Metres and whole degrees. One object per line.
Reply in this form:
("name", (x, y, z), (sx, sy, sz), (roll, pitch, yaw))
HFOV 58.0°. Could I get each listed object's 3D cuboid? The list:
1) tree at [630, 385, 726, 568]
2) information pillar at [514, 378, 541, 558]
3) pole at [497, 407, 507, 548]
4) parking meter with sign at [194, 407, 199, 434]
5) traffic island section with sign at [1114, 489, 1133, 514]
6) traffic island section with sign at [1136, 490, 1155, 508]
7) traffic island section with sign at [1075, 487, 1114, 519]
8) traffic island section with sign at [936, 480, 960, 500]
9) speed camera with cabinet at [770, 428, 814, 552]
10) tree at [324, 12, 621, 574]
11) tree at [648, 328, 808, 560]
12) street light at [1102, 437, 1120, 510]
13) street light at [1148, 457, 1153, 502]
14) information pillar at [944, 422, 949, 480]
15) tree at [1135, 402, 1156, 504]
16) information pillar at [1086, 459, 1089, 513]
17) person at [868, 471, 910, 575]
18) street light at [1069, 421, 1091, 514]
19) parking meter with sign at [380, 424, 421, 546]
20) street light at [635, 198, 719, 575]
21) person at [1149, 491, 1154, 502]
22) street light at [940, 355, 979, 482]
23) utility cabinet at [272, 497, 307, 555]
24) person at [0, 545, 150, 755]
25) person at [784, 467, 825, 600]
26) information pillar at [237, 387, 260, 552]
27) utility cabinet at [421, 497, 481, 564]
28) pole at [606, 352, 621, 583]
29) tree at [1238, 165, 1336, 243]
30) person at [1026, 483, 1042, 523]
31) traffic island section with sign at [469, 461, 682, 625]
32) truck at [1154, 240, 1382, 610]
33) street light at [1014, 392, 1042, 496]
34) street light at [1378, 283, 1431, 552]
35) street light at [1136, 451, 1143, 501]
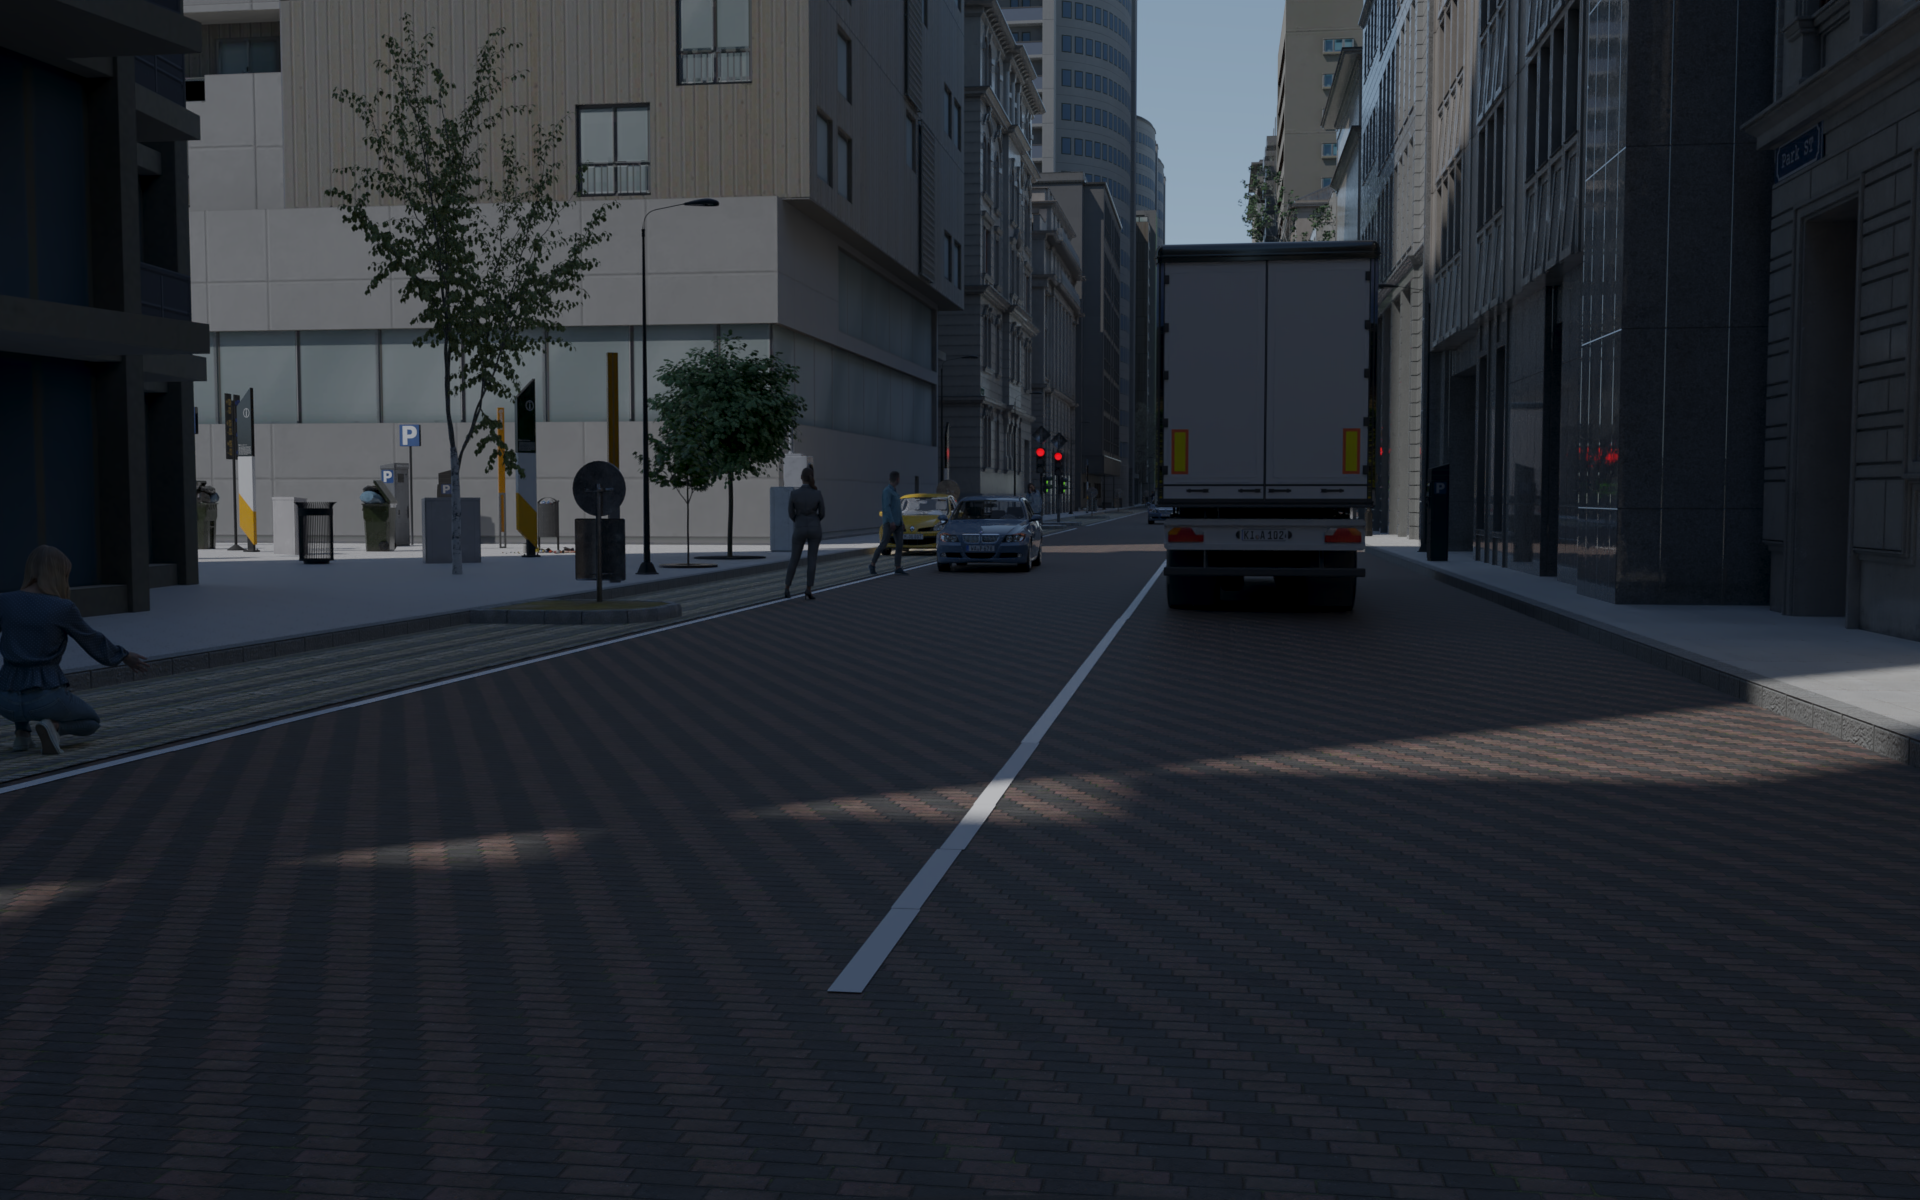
("tree", (-4.699, -2.190, 30.415), (1.663, 3.219, 1.824), (0, 3, 0))
("information pillar", (-8.760, -2.669, 34.998), (0.183, 3.616, 0.504), (3, 4, 36))
("pole", (-10.824, -2.878, 40.898), (0.158, 3.312, 0.155), (0, 3, 0))
("parking meter with sign", (-15.733, -2.302, 33.895), (0.543, 3.016, 1.738), (1, 4, 19))
("traffic island section with sign", (11.725, -7.281, 127.673), (1.989, 1.847, 2.006), (1, 4, 8))
("traffic island section with sign", (19.102, -10.331, 177.536), (1.989, 1.847, 2.006), (1, 4, 8))
("traffic island section with sign", (7.753, -5.650, 101.011), (1.989, 1.847, 2.006), (1, 4, 8))
("traffic island section with sign", (-0.332, -2.317, 46.512), (1.989, 1.847, 2.006), (1, 4, 8))
("speed camera with cabinet", (-3.800, -2.749, 39.274), (0.660, 3.252, 2.038), (0, 4, 8))
("tree", (-7.806, -4.714, 27.438), (4.737, 8.622, 4.395), (0, 3, 0))
("tree", (-4.647, -3.097, 34.352), (4.285, 4.588, 4.351), (0, 3, 0))
("street light", (12.342, -10.340, 141.593), (1.470, 5.913, 1.316), (1, 4, 8))
("street light", (23.394, -14.923, 216.537), (1.470, 5.913, 1.316), (1, 4, 8))
("information pillar", (-0.426, -3.957, 56.052), (0.183, 3.616, 0.504), (0, 4, 7))
("tree", (23.557, -19.439, 228.197), (12.009, 13.543, 11.850), (0, 3, 0))
("information pillar", (8.569, -7.660, 116.595), (0.183, 3.616, 0.504), (0, 4, 0))
("person", (-1.242, -1.364, 30.660), (0.748, 1.841, 0.638), (2, 4, 30))
("street light", (7.615, -8.421, 110.222), (1.470, 5.913, 1.316), (1, 4, 8))
("parking meter with sign", (-13.944, -2.837, 42.646), (0.543, 3.016, 1.738), (1, 4, 12))
("street light", (-4.470, -3.357, 27.431), (1.470, 5.913, 1.316), (1, 4, 8))
("person", (21.525, -11.341, 194.375), (0.568, 1.767, 0.683), (1, 4, 17))
("street light", (-0.076, -5.235, 58.139), (1.470, 5.913, 1.316), (1, 4, 8))
("utility cabinet", (-14.228, -1.568, 36.806), (1.020, 1.237, 0.306), (3, 5, 43))
("person", (-5.195, 0.264, 9.682), (1.012, 1.151, 0.738), (0, 4, -4))
("person", (-2.120, -0.907, 23.610), (0.520, 1.790, 0.573), (-1, 4, -17))
("information pillar", (-15.743, -2.868, 38.252), (0.504, 3.616, 0.183), (2, 4, 31))
("utility cabinet", (-9.479, -1.291, 32.277), (1.020, 1.237, 0.306), (-2, 4, -30))
("pole", (-5.013, -1.908, 25.047), (0.158, 3.312, 0.155), (0, 3, 0))
("tree", (19.350, -14.988, 100.937), (12.611, 20.169, 13.585), (0, 3, 0))
("person", (2.389, -2.879, 55.835), (0.793, 1.790, 0.793), (2, 4, 23))
("traffic island section with sign", (-4.293, -0.686, 19.848), (1.989, 1.847, 2.006), (1, 4, 8))
("truck", (4.275, -2.198, 24.850), (2.839, 4.237, 11.283), (1, 4, 9))
("street light", (3.035, -6.500, 78.811), (1.470, 5.913, 1.316), (1, 4, 8))
("street light", (9.766, -4.018, 38.240), (1.470, 5.913, 1.316), (1, 4, 8))
("street light", (18.793, -13.047, 185.859), (1.470, 5.913, 1.316), (1, 4, 8))
